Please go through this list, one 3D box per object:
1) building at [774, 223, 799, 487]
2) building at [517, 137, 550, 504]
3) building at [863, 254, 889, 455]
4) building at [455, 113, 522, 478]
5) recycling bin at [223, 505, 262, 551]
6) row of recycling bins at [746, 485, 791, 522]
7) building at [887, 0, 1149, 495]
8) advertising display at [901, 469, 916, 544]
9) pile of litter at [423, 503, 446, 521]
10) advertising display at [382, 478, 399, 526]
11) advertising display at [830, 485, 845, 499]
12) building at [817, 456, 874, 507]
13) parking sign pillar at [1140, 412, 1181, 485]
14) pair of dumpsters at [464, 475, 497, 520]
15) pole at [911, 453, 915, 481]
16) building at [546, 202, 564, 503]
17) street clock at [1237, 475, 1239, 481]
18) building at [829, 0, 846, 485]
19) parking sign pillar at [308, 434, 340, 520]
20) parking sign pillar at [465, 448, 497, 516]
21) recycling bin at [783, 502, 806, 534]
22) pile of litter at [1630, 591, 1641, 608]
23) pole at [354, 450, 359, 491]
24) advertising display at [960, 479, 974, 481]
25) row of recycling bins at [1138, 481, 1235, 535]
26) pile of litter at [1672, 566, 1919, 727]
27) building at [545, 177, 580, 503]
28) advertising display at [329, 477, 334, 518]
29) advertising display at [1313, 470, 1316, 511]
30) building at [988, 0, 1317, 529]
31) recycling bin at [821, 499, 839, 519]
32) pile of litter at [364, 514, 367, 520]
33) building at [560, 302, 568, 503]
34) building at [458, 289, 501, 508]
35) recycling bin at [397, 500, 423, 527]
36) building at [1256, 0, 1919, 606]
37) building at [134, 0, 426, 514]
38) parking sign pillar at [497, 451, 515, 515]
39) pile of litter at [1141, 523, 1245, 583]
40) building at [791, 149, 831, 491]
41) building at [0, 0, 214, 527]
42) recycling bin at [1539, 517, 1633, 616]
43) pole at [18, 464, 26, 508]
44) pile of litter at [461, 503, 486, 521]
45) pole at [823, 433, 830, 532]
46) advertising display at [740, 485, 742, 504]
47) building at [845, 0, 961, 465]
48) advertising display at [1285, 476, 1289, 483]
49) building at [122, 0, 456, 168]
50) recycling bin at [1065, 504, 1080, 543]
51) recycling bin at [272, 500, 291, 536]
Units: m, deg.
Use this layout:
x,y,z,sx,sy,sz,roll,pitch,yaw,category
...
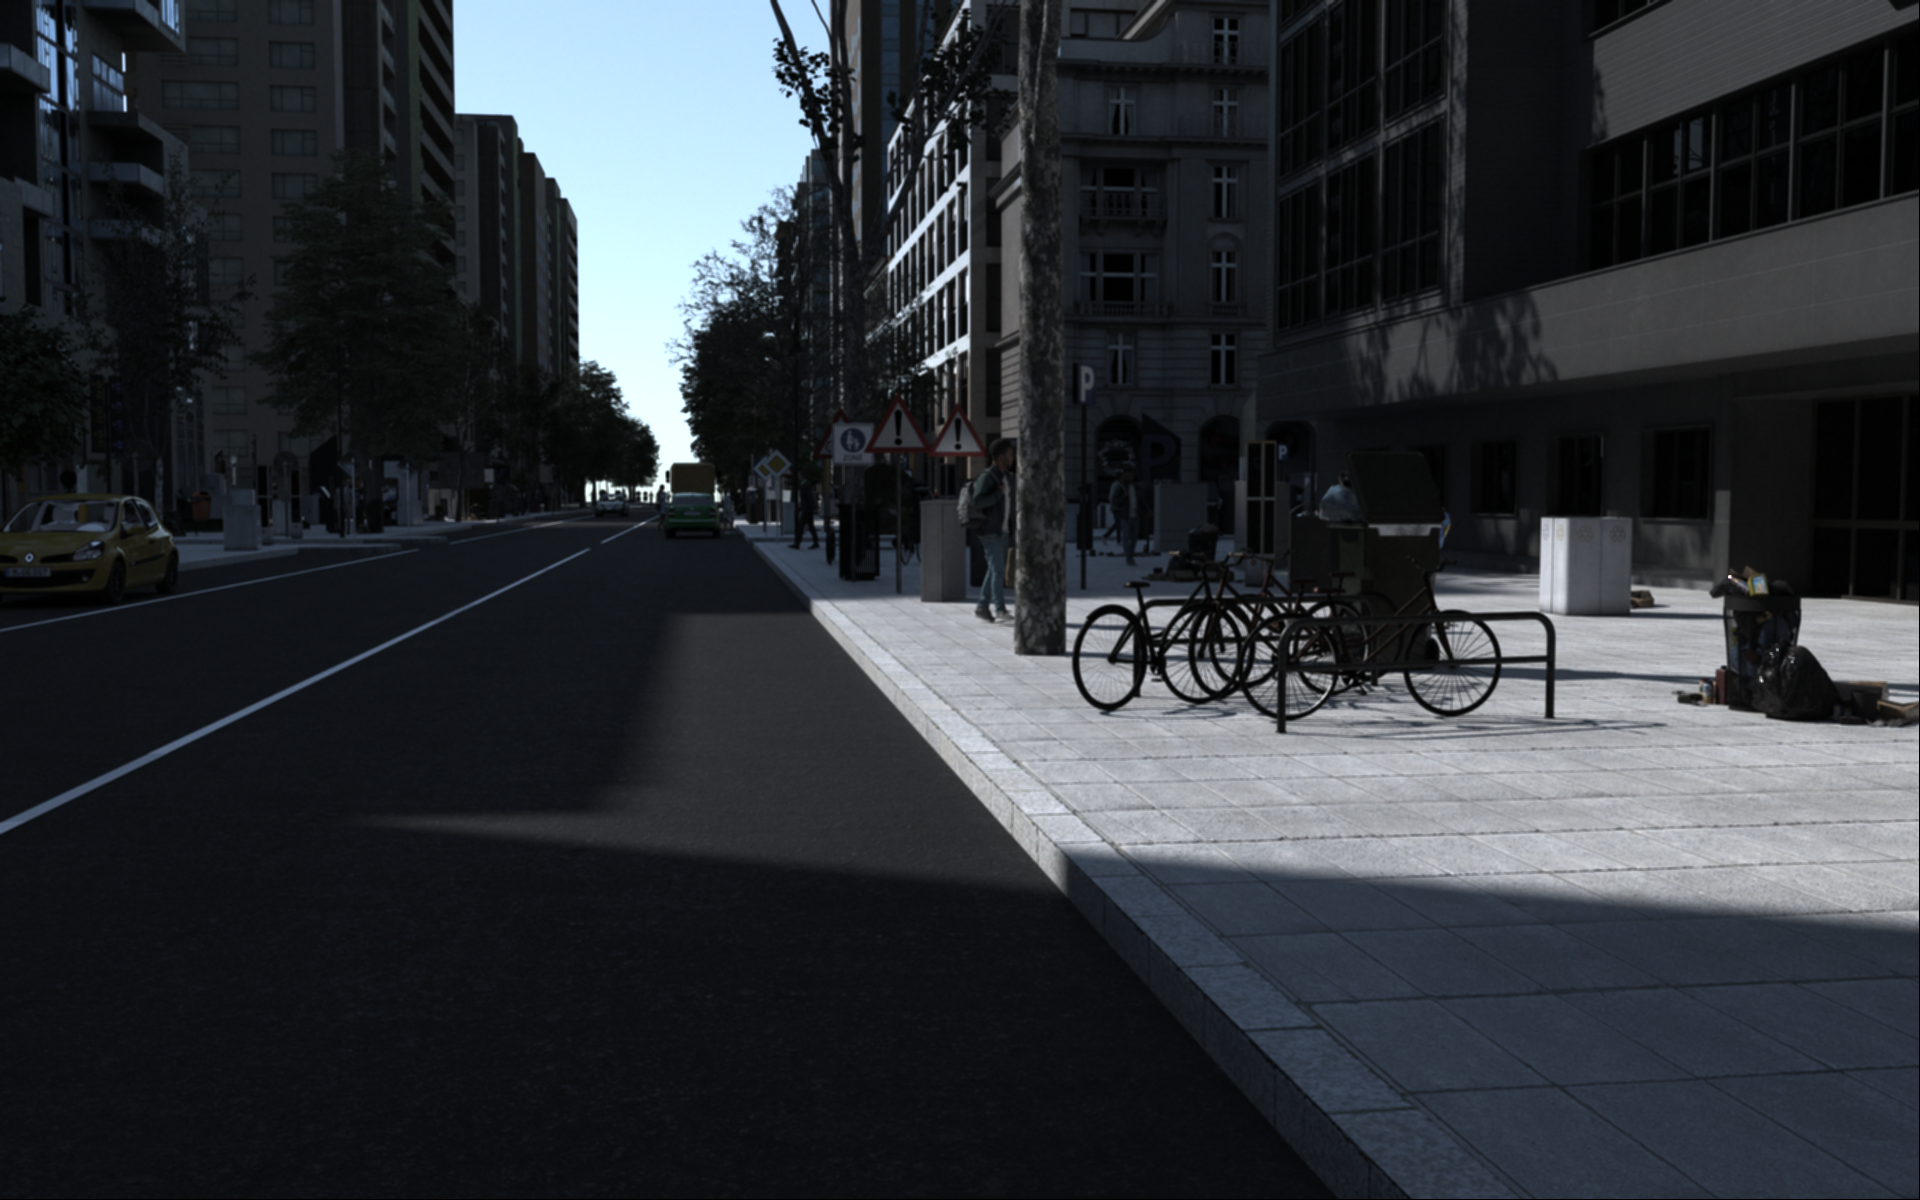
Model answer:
x,y,z,sx,sy,sz,roll,pitch,yaw,category
-17.850,-37.801,272.669,22.147,44.769,28.867,-1,4,-8,building
-60.272,-34.901,220.736,14.600,45.320,14.200,-1,4,-8,building
-1.099,-15.592,119.563,10.561,19.102,19.286,-1,4,-8,building
-53.729,-30.400,180.629,14.154,41.232,14.086,-1,4,-8,building
-16.381,-1.651,39.545,0.722,1.027,0.722,-1,4,-14,recycling bin
-8.560,-4.514,80.909,1.069,1.692,3.534,3,4,37,row of recycling bins
7.469,-17.684,93.641,19.350,26.468,34.151,-1,4,-8,building
-1.415,-2.389,44.282,0.123,1.923,0.974,1,4,18,advertising display
-24.952,-4.170,82.138,1.176,0.858,1.719,0,4,-6,pile of litter
-22.797,-3.890,68.817,0.974,1.923,0.123,0,4,5,advertising display
-8.551,-7.019,119.973,0.974,1.923,0.123,1,4,15,advertising display
0.728,-30.142,184.710,32.217,40.220,23.993,-1,4,-8,building
6.571,-4.177,56.771,1.447,3.967,1.447,1,4,18,parking sign pillar
-24.228,-5.212,87.710,1.574,2.255,4.437,-1,4,-8,pair of dumpsters
-2.346,-5.623,85.786,0.158,3.312,0.155,0,3,0,pole
-61.747,-33.720,234.913,14.154,41.232,14.086,-1,4,-8,building
9.598,-3.306,58.615,0.471,2.002,0.358,1,4,10,street clock
-1.293,-37.626,157.186,21.231,58.520,28.212,-1,4,-8,building
-28.520,-5.470,77.901,1.447,3.967,1.447,1,4,9,parking sign pillar
-28.582,-6.969,102.411,1.447,3.967,1.447,-3,5,-44,parking sign pillar
-5.355,-2.635,55.642,0.722,1.027,0.722,-1,4,-14,recycling bin
7.466,-0.381,20.193,1.176,0.858,1.719,1,4,14,pile of litter
-27.997,-5.292,80.364,0.158,3.312,0.155,0,3,0,pole
0.263,-4.172,73.420,0.974,1.923,0.123,1,4,15,advertising display
7.242,-2.909,54.671,3.534,1.692,1.069,0,4,-3,row of recycling bins
4.980,0.221,10.359,1.176,0.858,1.719,0,4,3,pile of litter
-70.210,-39.306,266.356,21.300,48.544,21.600,-1,4,-8,building
-23.360,-3.621,64.422,0.123,1.923,0.974,-1,4,-22,advertising display
9.609,-2.446,45.213,0.123,1.923,0.974,-2,4,-33,advertising display
14.050,-13.977,70.321,24.055,21.916,13.314,-1,4,-8,building
-6.817,-4.804,91.104,0.722,1.027,0.722,-3,4,-37,recycling bin
-29.452,-4.389,85.724,1.176,0.858,1.719,0,4,1,pile of litter
-64.423,-29.238,249.746,14.160,30.474,14.107,-1,4,-8,building
-57.914,-19.159,158.293,27.650,21.520,28.899,-1,4,-8,building
-21.748,-3.420,68.466,0.722,1.027,0.722,1,4,16,recycling bin
15.188,-12.433,22.353,14.314,24.678,30.058,-1,4,-8,building
-41.763,-25.957,107.995,14.154,41.232,14.086,-1,4,-8,building
-28.212,-7.237,106.796,1.447,3.967,1.447,-3,5,-40,parking sign pillar
3.527,-0.707,25.524,1.719,0.858,1.176,3,5,44,pile of litter
-11.950,-38.083,242.262,23.786,49.044,30.456,-1,4,-8,building
-44.584,-46.233,68.587,22.319,86.520,31.000,-1,4,-8,building
6.692,-0.366,18.542,0.722,1.027,0.722,0,4,-5,recycling bin
-27.139,-3.440,50.084,0.158,3.312,0.155,0,3,0,pole
-23.542,-4.250,83.451,1.176,0.858,1.719,-2,4,-35,pile of litter
-4.484,-3.943,58.312,0.158,3.312,0.155,0,3,0,pole
-15.499,-7.213,123.152,0.123,1.923,0.974,-1,4,-15,advertising display
-1.490,-29.728,136.165,14.600,45.320,14.200,-1,4,-8,building
11.989,-3.495,62.357,0.123,1.923,0.974,-1,4,-17,advertising display
-50.882,-31.102,132.212,21.300,48.544,21.600,-1,4,-8,building
2.985,-2.042,45.947,0.722,1.027,0.722,0,4,-6,recycling bin
-20.872,-2.511,53.605,0.722,1.027,0.722,3,4,39,recycling bin
